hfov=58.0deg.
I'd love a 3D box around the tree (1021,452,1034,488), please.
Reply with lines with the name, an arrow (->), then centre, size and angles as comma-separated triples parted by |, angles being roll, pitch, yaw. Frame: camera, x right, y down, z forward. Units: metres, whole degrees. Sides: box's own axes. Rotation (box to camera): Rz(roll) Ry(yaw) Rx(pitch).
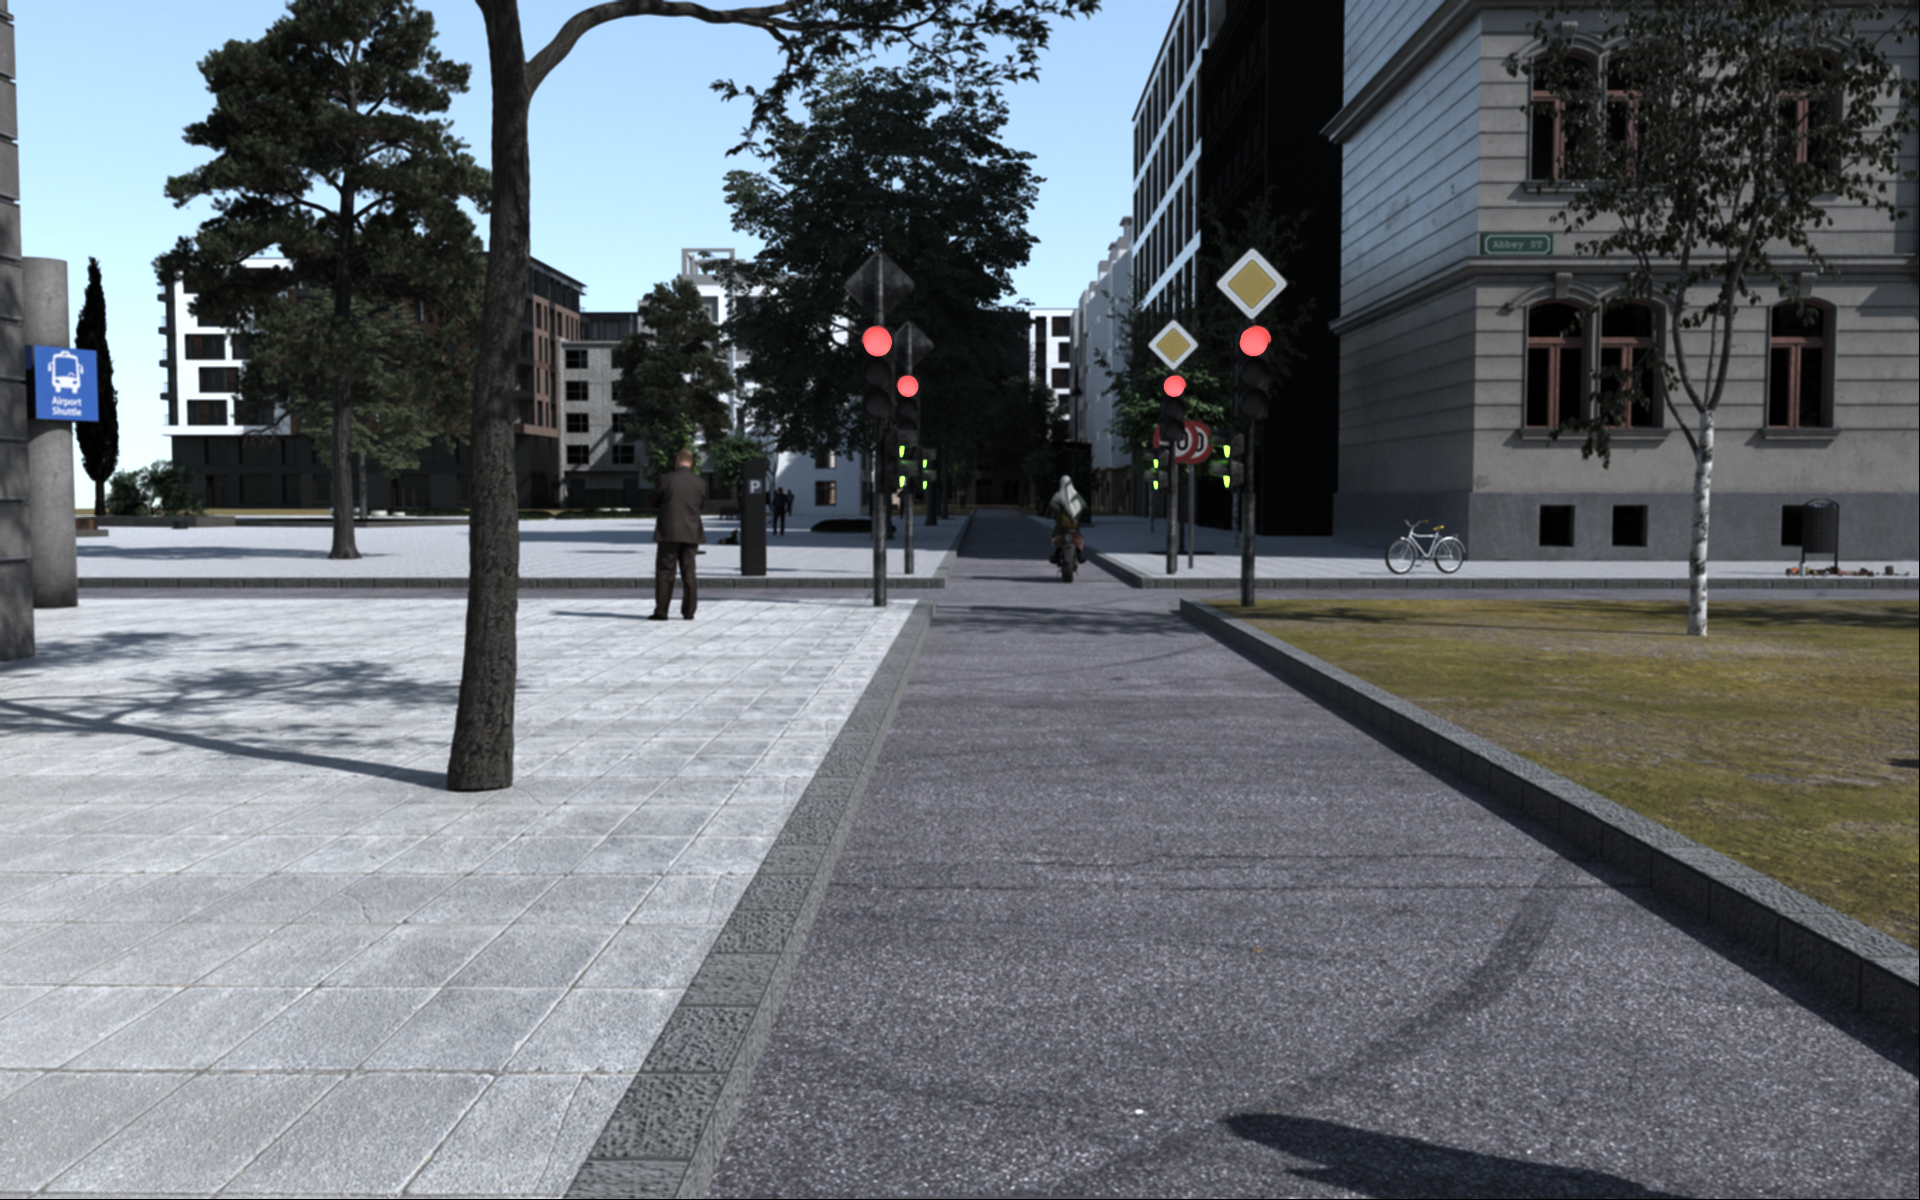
tree -> 5.590, -7.814, 111.477 | 4.285, 4.588, 4.351 | 0, 3, 0

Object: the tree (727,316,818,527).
tree -> -7.285, -7.187, 67.878 | 4.360, 8.622, 3.978 | 0, 3, 0

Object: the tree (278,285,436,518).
tree -> -29.908, -10.218, 85.196 | 7.486, 12.596, 7.792 | 0, 3, 0

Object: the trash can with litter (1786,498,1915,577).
trash can with litter -> 14.060, -0.999, 27.397 | 2.233, 1.210, 1.678 | 0, 4, 6

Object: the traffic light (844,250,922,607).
traffic light -> -0.898, -1.862, 19.690 | 0.839, 4.213, 0.868 | 0, 4, 1

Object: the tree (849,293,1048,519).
tree -> -0.624, -10.860, 87.926 | 12.009, 13.543, 11.850 | 0, 3, 0

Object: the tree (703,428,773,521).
tree -> -10.799, -6.159, 84.420 | 4.285, 4.588, 4.351 | 0, 3, 0

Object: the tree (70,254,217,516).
tree -> -50.404, -11.636, 92.069 | 18.604, 14.587, 13.155 | -3, 5, -44

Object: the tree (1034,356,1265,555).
tree -> 4.693, -3.268, 37.142 | 4.285, 4.588, 4.351 | 0, 3, 0

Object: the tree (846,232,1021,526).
tree -> -1.079, -9.076, 70.444 | 6.751, 12.117, 7.091 | 0, 3, 0

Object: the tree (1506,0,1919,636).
tree -> 6.849, -3.994, 15.668 | 4.360, 8.622, 3.978 | 0, 3, 0

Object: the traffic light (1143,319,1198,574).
traffic light -> 3.363, -2.348, 27.639 | 0.839, 4.213, 0.868 | 0, 4, 1

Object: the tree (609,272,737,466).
tree -> -16.248, -11.658, 98.028 | 7.806, 13.903, 7.818 | 0, 3, 0

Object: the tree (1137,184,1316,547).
tree -> 6.672, -5.603, 41.980 | 4.737, 8.622, 4.395 | 0, 3, 0

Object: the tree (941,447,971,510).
tree -> -0.360, -12.661, 157.377 | 4.737, 8.622, 4.395 | 0, 3, 0

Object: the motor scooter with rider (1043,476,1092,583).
motor scooter with rider -> 1.806, -1.200, 28.593 | 0.876, 1.779, 1.986 | 0, 4, 2

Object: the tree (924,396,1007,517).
tree -> -0.878, -11.037, 98.584 | 7.486, 12.596, 7.792 | 0, 3, 0

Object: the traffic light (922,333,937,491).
traffic light -> -0.798, -2.350, 27.675 | 0.839, 4.213, 0.868 | 0, 4, 1

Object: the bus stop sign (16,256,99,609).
bus stop sign -> -10.372, -1.869, 19.570 | 0.837, 3.901, 0.837 | 2, 4, 23

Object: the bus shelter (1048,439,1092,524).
bus shelter -> 4.924, -5.276, 77.541 | 1.731, 3.624, 6.357 | 0, 4, 1

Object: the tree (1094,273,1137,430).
tree -> 6.393, -6.539, 57.275 | 4.737, 8.622, 4.395 | 0, 3, 0

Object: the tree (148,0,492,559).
tree -> -12.234, -6.851, 34.071 | 6.751, 12.117, 7.091 | 0, 3, 0

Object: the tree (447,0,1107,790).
tree -> -1.764, -4.460, 7.339 | 7.601, 10.594, 8.767 | -1, 4, -16

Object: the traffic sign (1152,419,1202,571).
traffic sign -> 3.576, -1.752, 28.752 | 0.768, 2.556, 0.104 | 1, 4, 10

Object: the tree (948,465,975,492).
tree -> -0.183, -11.477, 171.359 | 4.285, 4.588, 4.351 | 0, 3, 0

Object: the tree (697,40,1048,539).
tree -> -2.319, -8.695, 48.817 | 9.857, 13.997, 8.962 | 0, 3, 0

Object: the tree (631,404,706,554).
tree -> -5.938, -2.605, 37.186 | 1.663, 3.219, 1.824 | 0, 3, 0

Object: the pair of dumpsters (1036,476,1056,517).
pair of dumpsters -> 5.151, -5.841, 97.991 | 1.574, 2.255, 4.436 | 0, 4, 1

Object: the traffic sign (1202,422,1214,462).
traffic sign -> 3.971, -1.812, 29.728 | 0.768, 2.556, 0.104 | 1, 4, 10

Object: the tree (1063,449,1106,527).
tree -> 4.694, -4.493, 68.061 | 1.663, 3.219, 1.824 | 0, 3, 0

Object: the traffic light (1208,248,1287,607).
traffic light -> 3.264, -1.860, 19.655 | 0.839, 4.213, 0.868 | 0, 4, 1

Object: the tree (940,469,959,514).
tree -> -0.770, -7.253, 113.194 | 1.663, 3.219, 1.824 | 0, 3, 0
